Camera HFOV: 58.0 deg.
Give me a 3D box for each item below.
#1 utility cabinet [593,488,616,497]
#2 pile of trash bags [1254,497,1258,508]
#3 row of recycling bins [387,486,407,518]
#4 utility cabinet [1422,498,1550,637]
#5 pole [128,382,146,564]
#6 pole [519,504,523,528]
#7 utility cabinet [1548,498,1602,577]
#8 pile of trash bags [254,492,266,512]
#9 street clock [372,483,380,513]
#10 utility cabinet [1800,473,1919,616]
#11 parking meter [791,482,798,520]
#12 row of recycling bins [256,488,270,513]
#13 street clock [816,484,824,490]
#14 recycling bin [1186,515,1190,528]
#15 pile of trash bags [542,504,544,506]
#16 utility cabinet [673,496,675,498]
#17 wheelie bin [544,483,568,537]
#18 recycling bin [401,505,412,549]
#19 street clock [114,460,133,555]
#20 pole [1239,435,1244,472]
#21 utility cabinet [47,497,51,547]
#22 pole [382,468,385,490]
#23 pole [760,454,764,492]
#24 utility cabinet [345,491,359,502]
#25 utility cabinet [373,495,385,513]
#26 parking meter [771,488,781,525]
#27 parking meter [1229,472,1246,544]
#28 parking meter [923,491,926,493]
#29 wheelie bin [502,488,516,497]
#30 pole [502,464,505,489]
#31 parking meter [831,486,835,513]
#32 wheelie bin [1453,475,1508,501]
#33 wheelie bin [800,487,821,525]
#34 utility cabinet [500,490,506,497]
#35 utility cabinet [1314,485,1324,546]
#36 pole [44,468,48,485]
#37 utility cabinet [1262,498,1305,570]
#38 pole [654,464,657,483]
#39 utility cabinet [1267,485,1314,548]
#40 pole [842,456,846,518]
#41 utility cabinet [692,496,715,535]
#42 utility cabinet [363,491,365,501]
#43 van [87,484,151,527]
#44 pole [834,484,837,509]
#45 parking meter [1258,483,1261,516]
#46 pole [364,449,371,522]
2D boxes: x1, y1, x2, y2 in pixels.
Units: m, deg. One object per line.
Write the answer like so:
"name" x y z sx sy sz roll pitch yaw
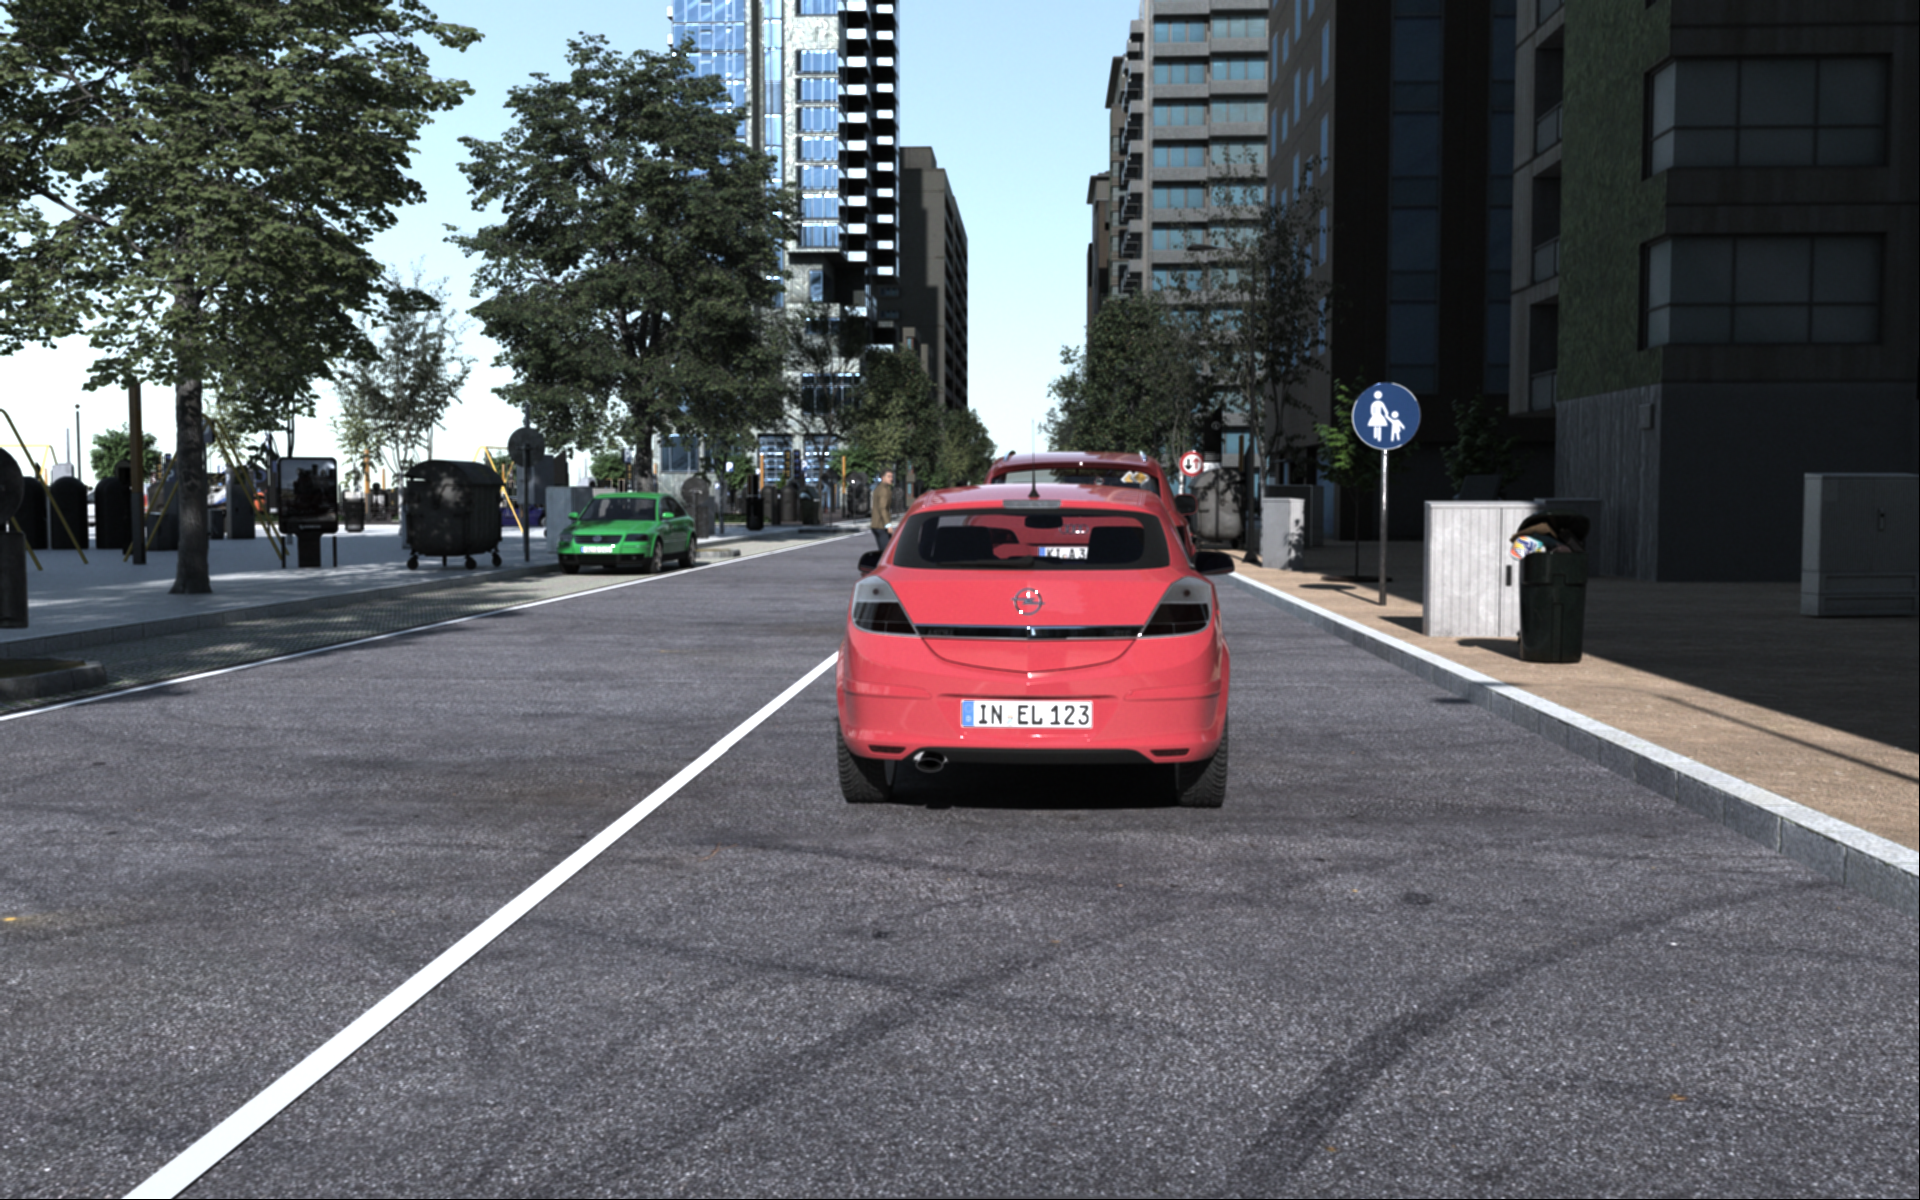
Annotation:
"utility cabinet" -13.226 -3.380 63.938 0.318 1.500 1.173 2 4 31
"pile of trash bags" 21.599 -7.292 128.982 1.912 1.369 3.447 -1 4 -18
"row of recycling bins" -30.028 -5.261 93.130 1.069 1.692 3.534 -1 4 -21
"utility cabinet" 4.728 -0.274 15.635 1.020 1.237 0.306 0 4 4
"pole" -14.996 -2.307 31.558 0.158 3.312 0.155 0 3 0
"pole" -16.642 -4.394 65.693 0.158 3.312 0.155 0 3 0
"utility cabinet" 9.410 -0.958 26.825 1.020 1.237 0.306 -1 4 -17
"pile of trash bags" -54.991 -7.627 134.459 1.912 1.369 3.447 -3 5 -40
"street clock" -37.381 -6.508 110.970 0.358 2.002 0.471 2 4 25
"utility cabinet" 9.416 -0.574 18.056 1.173 1.500 0.318 -1 4 -9
"parking meter" -8.162 -4.874 85.397 0.255 1.863 0.399 -2 4 -25
"row of recycling bins" -43.917 -6.276 109.731 3.534 1.692 1.069 2 4 33
"street clock" -9.465 -6.889 117.202 0.471 2.002 0.358 -2 4 -23
"recycling bin" 8.339 -3.176 64.481 0.722 1.027 0.722 1 4 18
"pile of trash bags" -20.390 -4.949 90.661 3.447 1.369 1.912 0 4 -3
"utility cabinet" -10.588 -3.164 62.890 0.306 1.237 1.020 0 4 3
"wheelie bin" -11.992 -2.667 51.513 0.980 1.594 0.693 1 4 10
"recycling bin" -12.666 -1.729 40.826 0.722 1.027 0.722 1 4 14
"street clock" -17.592 -1.961 36.628 0.471 2.002 0.358 1 4 14
"pole" 9.775 -4.060 60.231 0.158 3.312 0.155 0 3 0
"utility cabinet" -22.156 -1.890 42.061 1.020 1.237 0.306 2 4 26
"pole" -45.866 -8.809 137.873 0.158 3.312 0.155 0 3 0
"pole" -10.195 -5.828 89.127 0.158 3.312 0.155 0 3 0
"utility cabinet" -51.323 -8.417 146.299 1.173 1.500 0.318 -1 4 -14
"utility cabinet" -40.490 -6.701 120.716 1.020 1.237 0.306 3 5 42
"parking meter" -7.639 -3.885 71.928 0.372 1.533 0.369 0 3 0
"parking meter" 7.179 -2.391 44.807 0.399 1.863 0.255 -2 4 -30
"parking meter" -3.011 -8.542 148.066 0.372 1.533 0.369 0 3 0
"wheelie bin" -22.832 -4.921 88.359 0.980 1.594 0.693 -1 4 -12
"pole" -30.767 -7.519 116.776 0.158 3.312 0.155 0 3 0
"parking meter" -8.772 -6.960 119.500 0.255 1.863 0.399 -1 4 -16
"wheelie bin" 8.555 -1.255 28.433 0.980 1.594 0.693 3 5 40
"wheelie bin" -6.301 -3.955 72.568 0.693 1.594 0.980 2 4 25
"utility cabinet" -24.387 -5.147 92.828 0.318 1.500 1.173 0 4 -2
"utility cabinet" 8.574 -2.060 42.354 0.318 1.500 1.173 0 4 -6
"pole" -71.273 -8.640 135.115 0.158 3.312 0.155 0 3 0
"utility cabinet" 5.539 -1.133 29.683 0.306 1.237 1.020 -1 4 -17
"pole" -20.547 -7.524 116.857 0.158 3.312 0.155 0 3 0
"utility cabinet" 7.634 -1.945 40.485 1.173 1.500 0.318 -2 4 -23
"pole" -6.238 -6.061 92.941 0.158 3.312 0.155 0 3 0
"utility cabinet" -8.096 -2.660 54.649 0.306 1.237 1.020 1 4 20
"utility cabinet" -47.400 -7.920 138.174 0.318 1.500 1.173 -1 4 -13
"van" -34.556 -3.871 70.309 4.112 2.044 2.013 0 4 2
"pole" -10.585 -9.374 147.108 0.158 3.312 0.155 0 3 0
"parking meter" 15.649 -5.140 89.745 0.399 1.863 0.255 1 4 16
"pole" -27.110 -5.222 79.228 0.158 3.312 0.155 0 3 0
